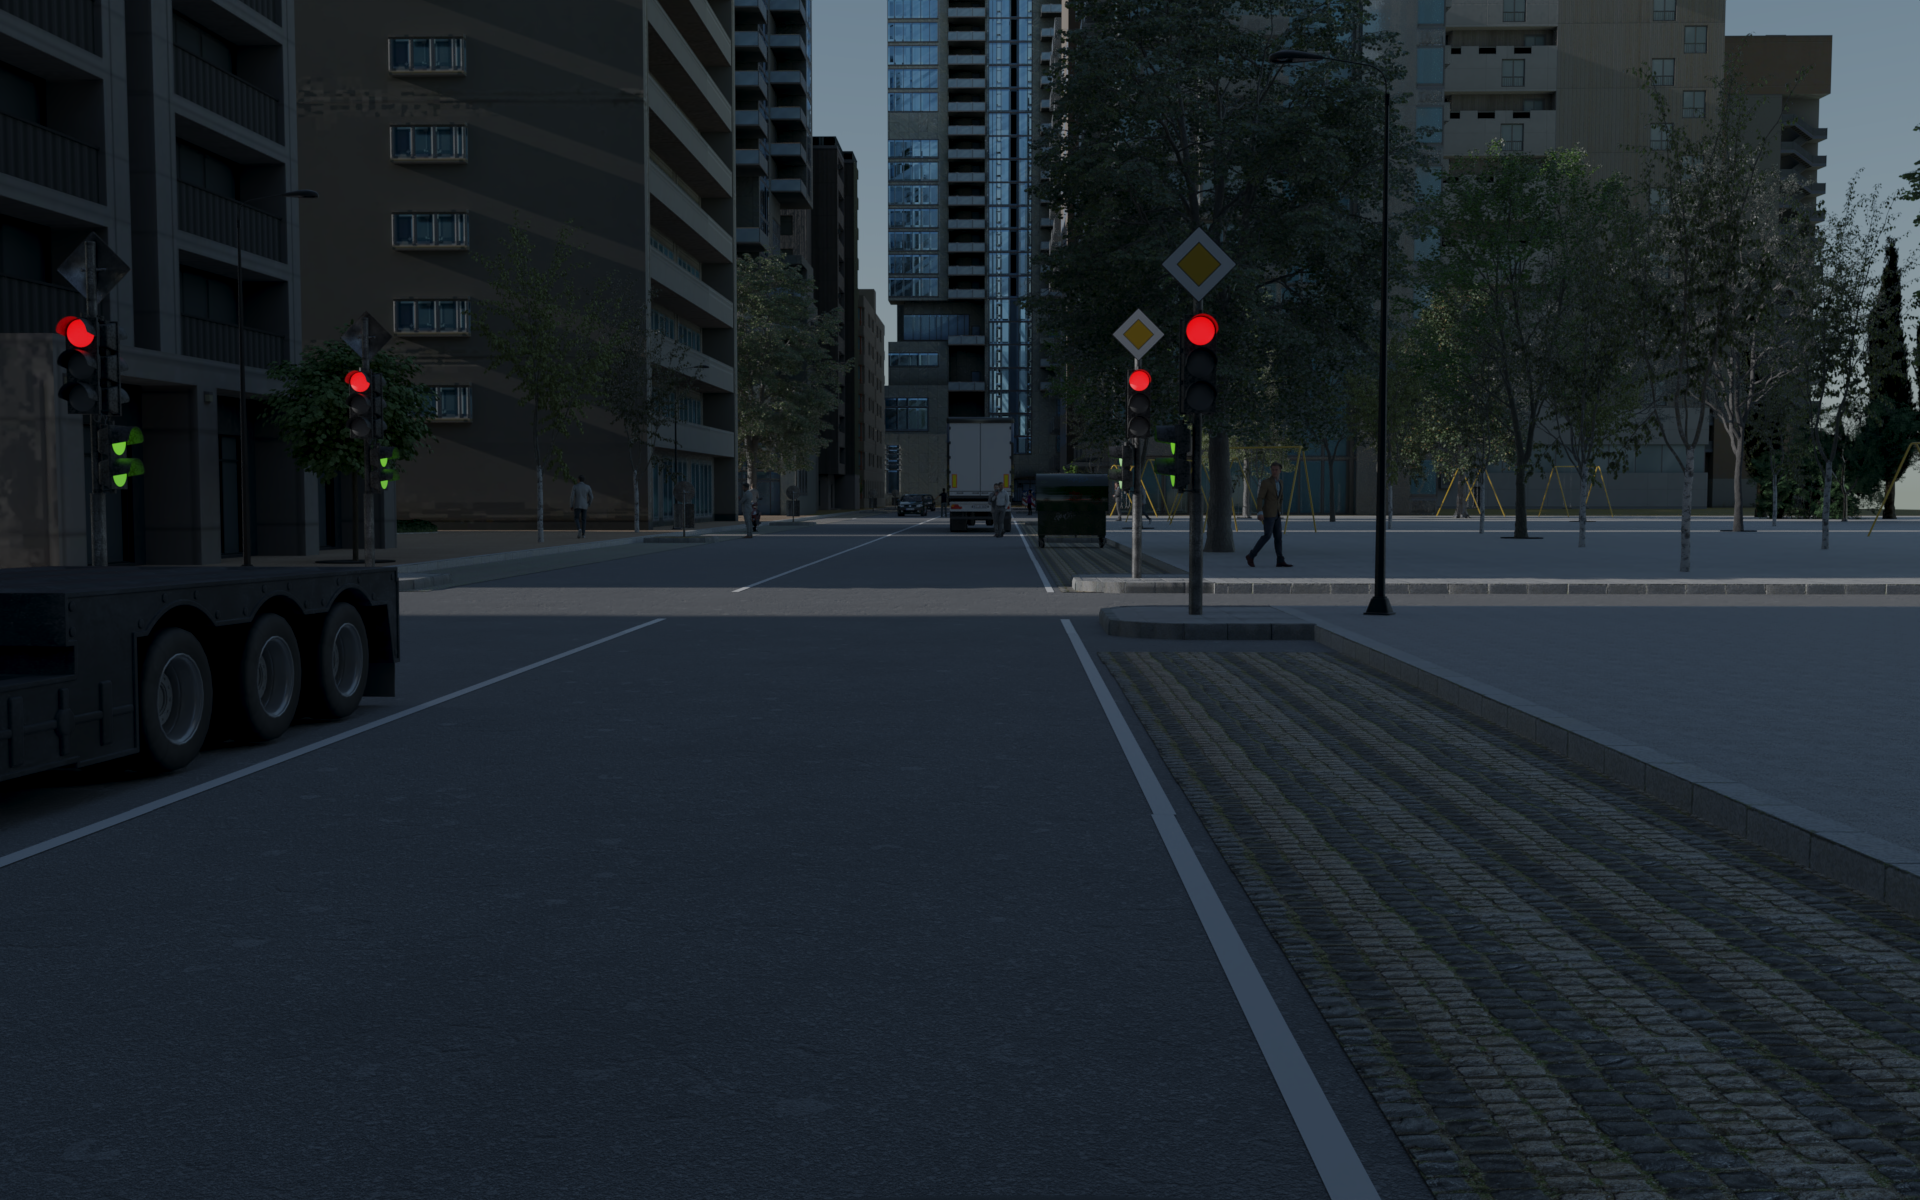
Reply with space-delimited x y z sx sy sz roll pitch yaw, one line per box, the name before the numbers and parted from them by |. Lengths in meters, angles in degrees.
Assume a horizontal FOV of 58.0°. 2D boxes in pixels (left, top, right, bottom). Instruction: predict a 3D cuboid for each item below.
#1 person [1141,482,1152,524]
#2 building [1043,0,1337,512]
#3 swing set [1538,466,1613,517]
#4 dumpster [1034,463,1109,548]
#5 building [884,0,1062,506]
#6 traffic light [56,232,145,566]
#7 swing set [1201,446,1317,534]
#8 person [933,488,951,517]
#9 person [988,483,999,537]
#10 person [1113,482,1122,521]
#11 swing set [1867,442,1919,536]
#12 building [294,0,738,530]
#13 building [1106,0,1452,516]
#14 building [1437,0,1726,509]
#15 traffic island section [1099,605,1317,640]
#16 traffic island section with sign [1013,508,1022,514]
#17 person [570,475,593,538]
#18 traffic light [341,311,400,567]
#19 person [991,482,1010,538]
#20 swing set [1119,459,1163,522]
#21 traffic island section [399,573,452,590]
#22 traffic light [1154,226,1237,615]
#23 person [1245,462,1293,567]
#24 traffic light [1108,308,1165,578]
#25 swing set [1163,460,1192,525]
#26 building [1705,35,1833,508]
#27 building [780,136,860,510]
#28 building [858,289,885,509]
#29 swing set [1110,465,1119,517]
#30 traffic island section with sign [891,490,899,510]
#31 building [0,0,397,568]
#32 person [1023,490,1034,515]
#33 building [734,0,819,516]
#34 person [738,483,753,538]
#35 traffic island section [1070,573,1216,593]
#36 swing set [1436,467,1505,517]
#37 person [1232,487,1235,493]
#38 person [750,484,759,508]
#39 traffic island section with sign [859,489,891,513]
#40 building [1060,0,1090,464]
person | 7.705 -4.111 73.104 0.795 1.843 0.661 -1 4 -17
building | 19.612 -33.085 160.551 23.786 49.044 30.456 0 4 1
swing set | 34.410 -6.080 97.031 3.119 2.851 2.862 -1 4 -16
dumpster | 2.965 -2.514 46.053 1.985 2.255 1.502 0 4 2
building | 3.881 -53.928 194.396 31.000 86.520 22.319 0 4 1
traffic light | -9.267 -1.815 18.603 0.839 4.253 0.868 0 4 1
swing set | 10.033 -3.642 57.167 3.119 2.851 2.862 2 4 32
person | -1.000 -6.031 107.124 1.348 1.822 0.705 0 4 -5
person | 1.239 -3.031 58.263 0.606 1.804 0.583 0 4 3
person | 7.524 -4.703 82.745 0.447 1.846 0.655 0 4 0
swing set | 29.053 -3.281 51.262 2.862 2.851 3.119 0 4 -8
building | -21.399 -27.320 70.386 21.300 48.544 21.600 0 4 1
building | 19.150 -30.356 115.935 23.786 49.044 30.456 0 4 1
building | 52.078 -34.967 160.956 27.495 52.752 28.713 0 4 1
traffic island section | 2.531 0.234 18.456 2.009 0.180 2.903 0 4 1
traffic island section with sign | 5.133 -7.311 128.164 1.989 1.847 2.006 0 4 1
person | -10.961 -2.711 50.207 0.661 1.843 0.795 -1 4 -22
traffic light | -9.078 -2.304 26.586 0.839 4.253 0.868 0 4 1
person | 1.319 -2.977 57.277 0.679 1.850 0.850 2 4 25
swing set | 9.447 -4.955 78.638 3.119 2.851 2.862 -3 5 -41
traffic island section | -9.118 -0.272 26.722 2.009 0.180 2.903 0 4 1
traffic light | 2.491 -1.799 18.343 0.839 4.253 0.868 0 4 1
person | 5.424 -1.492 30.356 0.836 1.842 0.656 1 4 17
traffic light | 2.680 -2.288 26.325 0.839 4.253 0.868 0 4 1
swing set | 10.694 -4.580 72.502 2.862 2.851 3.119 3 5 41
building | 73.080 -31.645 167.499 14.200 45.320 14.600 0 4 1
building | -15.716 -22.520 139.904 14.160 30.474 14.107 0 4 1
building | -22.479 -19.551 164.701 28.899 21.520 27.650 0 4 1
swing set | 8.890 -5.911 94.272 2.862 2.851 3.119 2 4 28
traffic island section with sign | -5.745 -8.976 155.393 1.989 1.847 2.006 0 4 1
building | -23.738 -36.491 34.876 20.563 71.187 20.611 0 4 1
person | 4.637 -6.578 116.729 0.721 1.739 1.217 -2 4 -33
building | -20.437 -49.120 115.786 22.319 86.520 31.000 0 4 1
person | -6.958 -2.903 56.138 0.466 1.800 0.511 0 4 -2
traffic island section | 2.720 -0.254 26.438 2.009 0.180 2.903 0 4 1
swing set | 29.407 -6.230 99.487 2.862 2.851 3.119 -1 4 -10
person | 7.594 -2.725 49.960 0.648 1.900 0.474 -3 5 -45
person | -10.456 -4.948 87.138 0.606 1.804 0.583 -2 4 -26
traffic island section with sign | -6.391 -7.328 128.445 1.989 1.847 2.006 0 4 1
building | 15.228 -29.869 138.476 14.600 45.320 14.200 0 4 1
